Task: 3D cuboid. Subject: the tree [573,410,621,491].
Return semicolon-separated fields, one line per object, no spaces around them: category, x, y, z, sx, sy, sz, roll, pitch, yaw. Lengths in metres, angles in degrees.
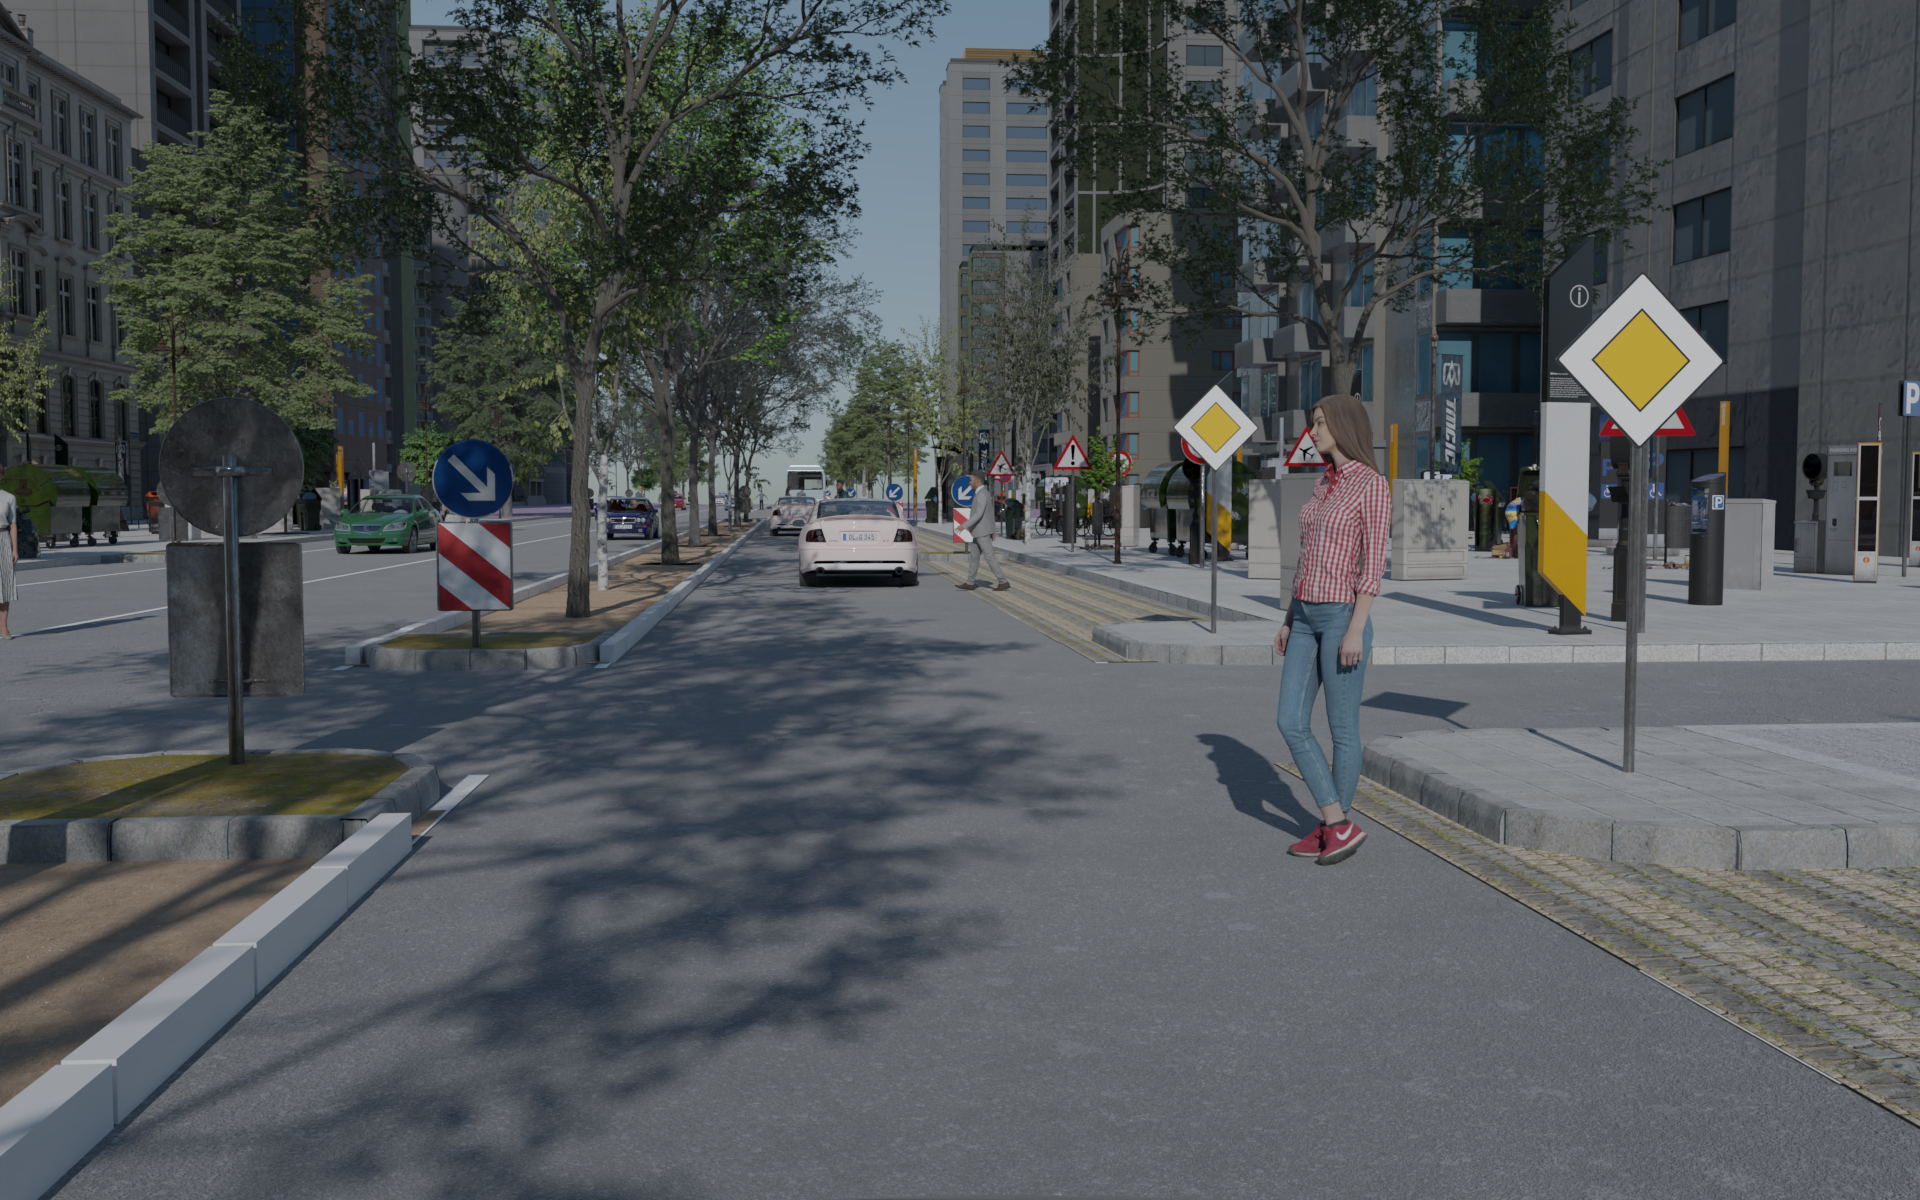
tree;-30.038;-11.863;144.319;4.360;8.622;3.978;0;3;0

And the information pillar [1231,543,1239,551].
information pillar;6.164;-2.131;39.328;0.304;2.012;0.304;2;4;25

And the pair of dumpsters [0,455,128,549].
pair of dumpsters;-21.853;-2.424;42.127;1.574;2.255;4.437;0;4;-5

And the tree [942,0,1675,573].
tree;4.950;-5.351;21.903;8.767;10.594;7.601;-1;4;-14

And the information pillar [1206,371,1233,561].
information pillar;4.962;-2.550;33.042;0.504;3.616;0.183;-1;4;-12

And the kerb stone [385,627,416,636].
kerb stone;-5.221;0.384;16.002;0.120;0.150;1.000;0;4;-5

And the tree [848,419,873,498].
tree;-6.331;-11.743;142.365;4.737;8.622;4.395;0;3;0

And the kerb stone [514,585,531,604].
kerb stone;-5.913;-0.059;23.164;0.120;0.150;1.000;0;4;-5

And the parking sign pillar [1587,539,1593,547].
parking sign pillar;15.762;-3.272;41.975;1.447;3.967;1.447;1;4;22

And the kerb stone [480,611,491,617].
kerb stone;-5.617;0.128;20.098;0.120;0.150;1.000;0;4;-5

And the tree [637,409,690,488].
tree;-36.107;-17.958;211.733;7.486;12.596;7.792;0;3;0

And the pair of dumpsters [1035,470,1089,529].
pair of dumpsters;3.929;-3.875;65.854;1.574;2.255;4.437;0;4;-6

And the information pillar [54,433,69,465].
information pillar;-34.498;-4.599;66.547;0.504;3.616;0.183;-1;4;-18

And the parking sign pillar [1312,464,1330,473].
parking sign pillar;11.603;-3.991;53.719;1.447;3.967;1.447;0;4;-4

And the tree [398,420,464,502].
tree;-23.402;-5.705;76.998;4.285;4.588;4.351;0;3;0

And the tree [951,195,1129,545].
tree;1.933;-5.714;43.790;4.360;8.622;3.978;0;3;0

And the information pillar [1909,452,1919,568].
information pillar;16.830;-1.575;30.249;0.304;2.012;0.304;-2;4;-34

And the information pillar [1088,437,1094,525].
information pillar;5.413;-4.912;71.669;0.183;3.616;0.504;2;4;31

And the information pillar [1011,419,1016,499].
information pillar;1.640;-3.751;52.680;0.183;3.616;0.504;1;4;11

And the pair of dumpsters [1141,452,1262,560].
pair of dumpsters;4.901;-2.015;35.436;1.574;2.255;4.437;0;4;-6

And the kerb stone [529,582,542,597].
kerb stone;-6.007;-0.120;24.191;0.120;0.150;1.000;0;4;-5

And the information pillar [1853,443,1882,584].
information pillar;13.063;-1.251;24.942;0.304;2.012;0.304;2;4;24

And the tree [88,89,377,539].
tree;-20.276;-7.988;48.735;7.486;12.596;7.792;0;3;0

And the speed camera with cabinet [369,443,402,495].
speed camera with cabinet;-22.075;-4.416;66.545;0.660;3.252;2.038;-3;4;-37

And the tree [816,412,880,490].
tree;-15.595;-19.754;239.981;9.611;12.733;9.660;0;3;0

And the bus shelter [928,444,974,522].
bus shelter;-0.428;-5.601;82.864;1.731;3.624;6.357;0;4;-6

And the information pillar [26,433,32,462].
information pillar;-35.675;-4.591;66.419;0.183;3.616;0.504;-1;4;-19

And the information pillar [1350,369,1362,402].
information pillar;7.350;-2.513;32.435;0.183;3.616;0.504;3;5;44

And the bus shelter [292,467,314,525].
bus shelter;-26.089;-4.589;66.311;1.731;3.624;6.357;0;4;-5

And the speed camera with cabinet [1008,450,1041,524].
speed camera with cabinet;2.805;-4.925;74.858;0.660;3.252;2.038;2;4;29

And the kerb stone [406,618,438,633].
kerb stone;-5.325;0.316;17.024;0.120;0.150;1.000;0;4;-5

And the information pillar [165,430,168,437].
information pillar;-24.469;-3.801;53.498;0.183;3.616;0.504;-2;4;-28

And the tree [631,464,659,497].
tree;-34.022;-12.411;186.634;4.285;4.588;4.351;0;3;0

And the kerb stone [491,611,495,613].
kerb stone;-5.712;0.066;21.123;0.120;0.150;1.000;0;4;-5

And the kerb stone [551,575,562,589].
kerb stone;-6.195;-0.247;26.237;0.120;0.150;1.000;0;4;-5

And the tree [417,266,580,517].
tree;-25.772;-11.709;98.101;9.857;13.997;8.962;0;3;0

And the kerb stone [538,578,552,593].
kerb stone;-6.105;-0.185;25.219;0.120;0.150;1.000;0;4;-5

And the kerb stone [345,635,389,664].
kerb stone;-5.127;0.441;14.980;0.120;0.150;1.000;0;4;-5

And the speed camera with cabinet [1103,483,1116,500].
speed camera with cabinet;8.643;-5.975;92.028;2.038;3.252;0.660;0;4;1

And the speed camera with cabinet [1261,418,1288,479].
speed camera with cabinet;8.079;-3.134;45.579;0.660;3.252;2.038;0;4;-5

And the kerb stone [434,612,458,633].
kerb stone;-5.419;0.258;18.042;0.120;0.150;1.000;0;4;-5

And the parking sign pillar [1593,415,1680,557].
parking sign pillar;14.249;-2.910;36.056;1.447;3.967;1.447;0;4;2

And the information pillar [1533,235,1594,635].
information pillar;5.508;-1.491;15.726;0.504;3.616;0.183;-1;4;-18

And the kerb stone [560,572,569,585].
kerb stone;-6.294;-0.308;27.254;0.120;0.150;1.000;0;4;-5

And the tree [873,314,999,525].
tree;-0.702;-7.375;70.940;4.737;8.622;4.395;0;3;0

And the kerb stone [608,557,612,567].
kerb stone;-6.871;-0.684;33.382;0.120;0.150;1.000;0;4;-5

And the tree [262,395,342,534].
tree;-21.733;-4.409;55.795;4.285;4.588;4.351;0;3;0

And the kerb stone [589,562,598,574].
kerb stone;-6.773;-0.622;32.363;0.120;0.150;1.000;0;4;-5

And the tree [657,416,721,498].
tree;-38.815;-19.933;242.904;9.611;12.733;9.660;0;3;0

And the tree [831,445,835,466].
tree;-12.410;-14.924;194.373;4.737;8.622;4.395;0;3;0

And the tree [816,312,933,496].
tree;-8.834;-19.664;177.402;12.611;20.169;13.585;0;3;0

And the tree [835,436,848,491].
tree;-7.411;-12.065;147.626;4.737;8.622;4.395;0;3;0

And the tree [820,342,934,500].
tree;-5.518;-12.920;129.364;7.486;12.596;7.792;0;3;0

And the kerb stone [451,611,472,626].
kerb stone;-5.515;0.191;19.073;0.120;0.150;1.000;0;4;-5
